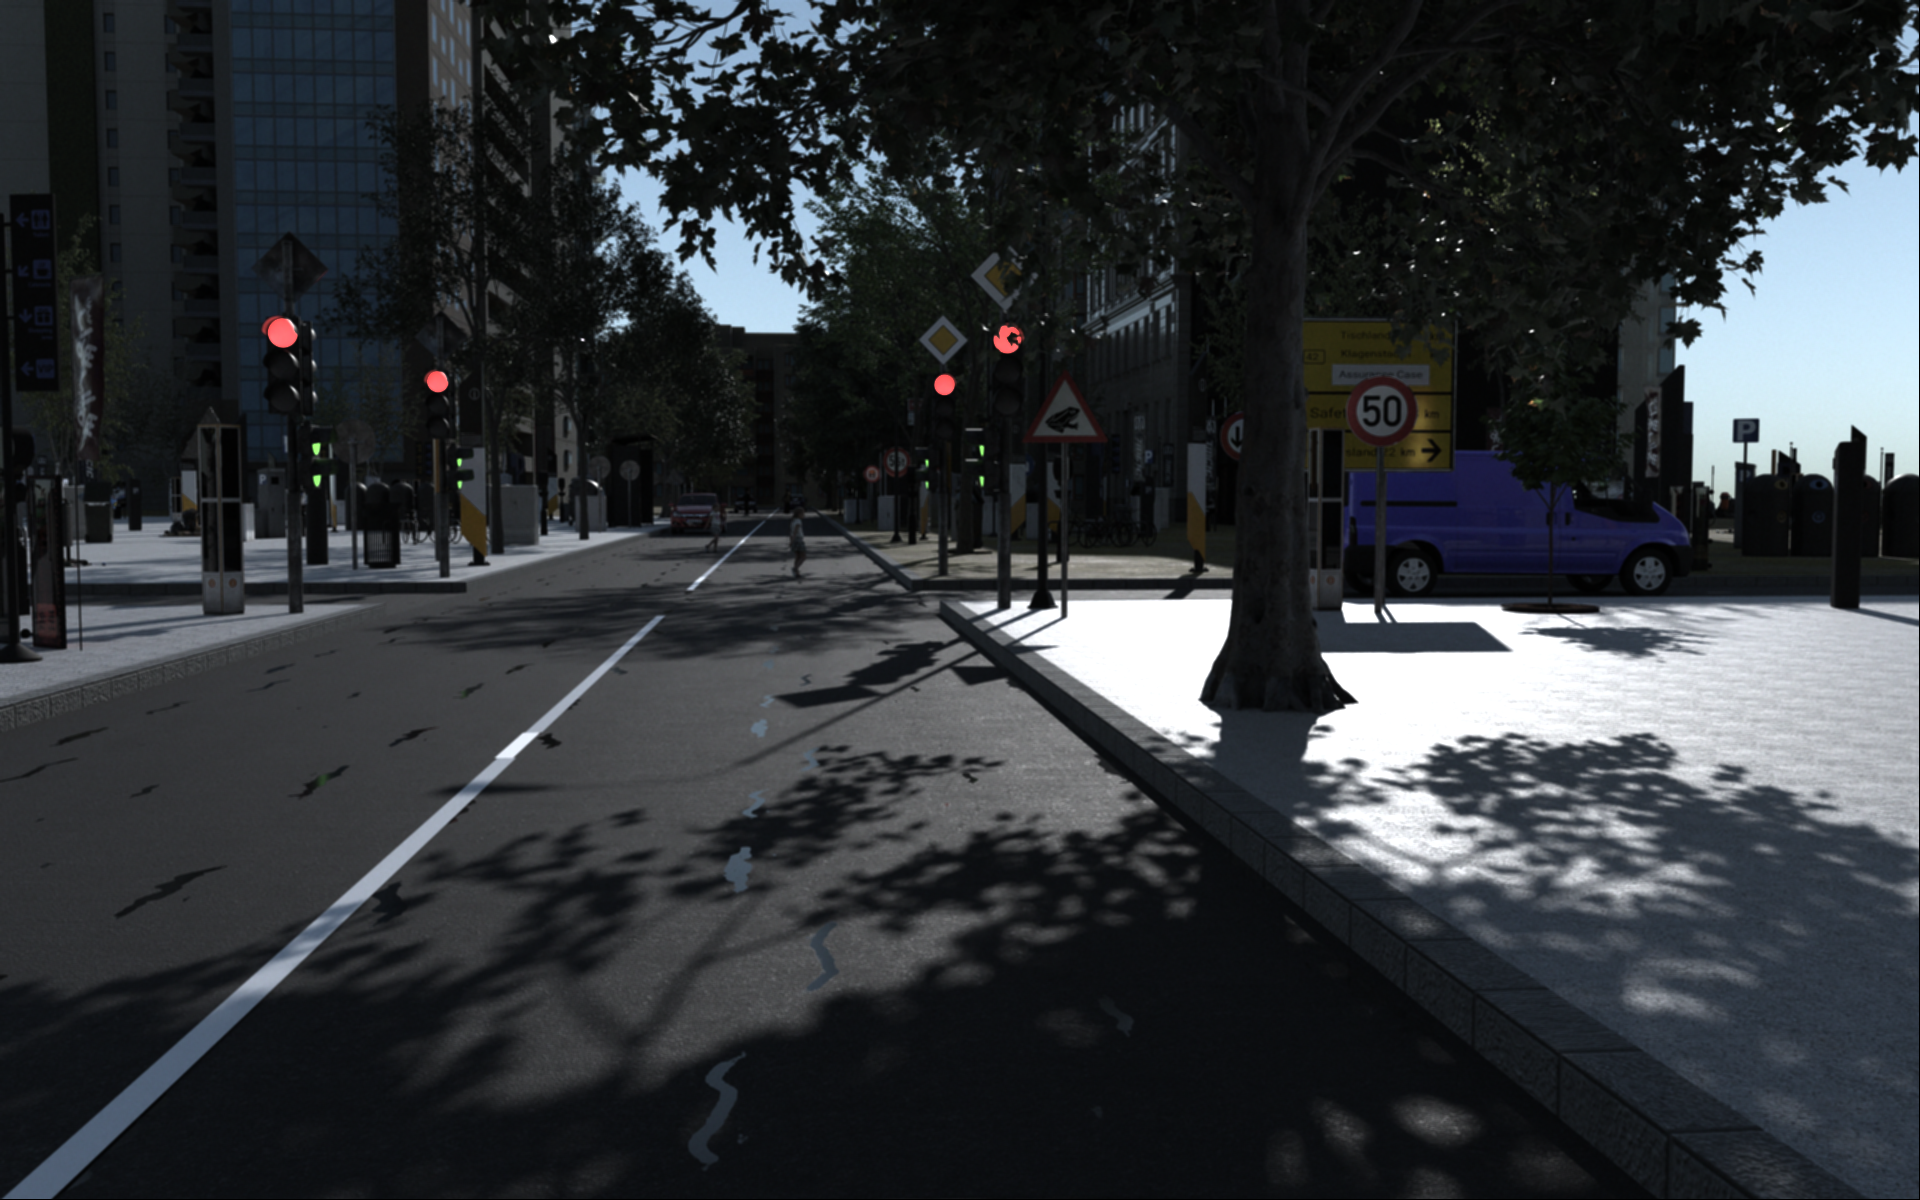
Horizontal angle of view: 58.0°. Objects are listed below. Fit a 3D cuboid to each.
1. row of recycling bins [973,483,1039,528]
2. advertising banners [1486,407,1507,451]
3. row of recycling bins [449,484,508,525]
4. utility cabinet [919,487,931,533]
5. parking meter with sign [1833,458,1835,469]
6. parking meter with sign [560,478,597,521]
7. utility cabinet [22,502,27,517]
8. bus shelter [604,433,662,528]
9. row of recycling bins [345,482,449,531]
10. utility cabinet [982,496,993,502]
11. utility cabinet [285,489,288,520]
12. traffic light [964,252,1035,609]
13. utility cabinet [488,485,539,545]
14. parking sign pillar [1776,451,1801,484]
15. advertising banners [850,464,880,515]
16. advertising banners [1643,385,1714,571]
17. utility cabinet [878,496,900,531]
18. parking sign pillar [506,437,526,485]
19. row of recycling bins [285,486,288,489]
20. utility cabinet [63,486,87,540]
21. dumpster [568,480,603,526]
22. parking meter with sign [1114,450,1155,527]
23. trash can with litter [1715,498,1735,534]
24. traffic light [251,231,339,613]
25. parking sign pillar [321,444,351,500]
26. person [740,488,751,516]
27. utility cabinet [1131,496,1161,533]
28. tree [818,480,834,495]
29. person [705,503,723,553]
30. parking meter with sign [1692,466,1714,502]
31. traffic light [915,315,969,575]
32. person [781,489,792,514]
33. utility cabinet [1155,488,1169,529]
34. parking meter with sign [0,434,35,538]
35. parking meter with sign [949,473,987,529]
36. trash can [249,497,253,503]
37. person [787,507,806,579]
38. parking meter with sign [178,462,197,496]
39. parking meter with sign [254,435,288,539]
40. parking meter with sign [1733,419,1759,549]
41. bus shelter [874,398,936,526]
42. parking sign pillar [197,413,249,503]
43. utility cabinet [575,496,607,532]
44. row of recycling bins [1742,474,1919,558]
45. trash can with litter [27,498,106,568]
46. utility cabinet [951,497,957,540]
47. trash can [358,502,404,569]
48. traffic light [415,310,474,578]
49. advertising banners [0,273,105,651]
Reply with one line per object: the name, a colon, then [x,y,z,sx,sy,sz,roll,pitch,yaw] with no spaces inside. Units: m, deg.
row of recycling bins: [1.779,-3.610,66.136,3.534,1.692,1.069,0,4,-8]
advertising banners: [10.071,-2.351,34.634,2.074,3.025,0.090,-1,4,-17]
row of recycling bins: [-19.916,-3.941,71.549,3.534,1.692,1.069,1,4,21]
utility cabinet: [-1.137,-2.949,56.894,0.318,1.500,1.173,0,4,3]
parking meter with sign: [42.798,-5.307,83.025,0.543,3.016,1.738,-2,4,-33]
parking meter with sign: [-17.901,-5.208,81.405,1.738,3.016,0.543,-2,4,-30]
utility cabinet: [-50.933,-5.233,94.233,0.318,1.500,1.173,1,4,16]
bus shelter: [-13.040,-4.777,69.393,1.731,3.624,6.357,0,4,-6]
row of recycling bins: [-20.007,-3.296,61.010,3.534,1.692,1.069,1,4,9]
utility cabinet: [0.568,-2.837,57.540,1.020,1.237,0.306,1,4,16]
utility cabinet: [-32.398,-4.570,83.398,1.173,1.500,0.318,1,4,9]
traffic light: [0.477,-1.859,19.322,0.839,4.253,0.868,0,4,-5]
utility cabinet: [-11.139,-2.112,43.213,1.173,1.500,0.318,0,4,6]
parking sign pillar: [51.074,-7.239,106.825,1.447,3.967,1.447,-3,5,-44]
advertising banners: [-5.311,-6.182,97.265,2.074,3.025,0.090,-2,4,-25]
advertising banners: [11.770,-1.972,28.422,2.074,3.025,0.090,-3,4,-36]
utility cabinet: [-2.518,-3.054,61.087,0.306,1.237,1.020,-3,4,-36]
parking sign pillar: [-21.166,-5.757,82.603,1.447,3.967,1.447,1,4,9]
row of recycling bins: [-33.480,-5.042,89.555,3.534,1.692,1.069,-2,4,-30]
utility cabinet: [-24.580,-2.388,47.720,1.173,1.500,0.318,-2,4,-34]
dumpster: [-15.254,-3.956,70.439,1.264,1.857,1.865,0,4,-6]
parking meter with sign: [6.804,-4.370,67.705,1.738,3.016,0.543,-3,5,-39]
trash can with litter: [25.333,-2.796,56.774,1.678,1.210,2.233,3,4,36]
traffic light: [-7.148,-1.814,18.579,0.839,4.253,0.868,0,4,-5]
parking sign pillar: [-29.770,-5.773,82.861,1.447,3.967,1.447,0,4,2]
person: [-14.289,-6.579,115.698,0.705,1.869,1.348,-3,4,-36]
utility cabinet: [6.112,-2.801,56.959,1.020,1.237,0.306,-2,4,-31]
tree: [-12.978,-10.758,170.499,1.663,3.219,1.824,0,3,0]
person: [-6.001,-1.763,42.342,0.382,1.210,0.505,2,4,23]
parking meter with sign: [45.346,-6.739,106.447,1.738,3.016,0.543,1,4,23]
traffic light: [-0.284,-2.346,27.271,0.839,4.253,0.868,0,4,-5]
person: [-12.432,-7.090,124.515,0.705,1.812,1.348,2,4,28]
utility cabinet: [7.207,-3.357,63.571,0.318,1.500,1.173,-2,4,-27]
parking meter with sign: [-27.889,-3.335,50.795,1.738,3.016,0.543,2,4,28]
parking meter with sign: [0.148,-4.172,64.479,1.738,3.016,0.543,0,4,-1]
trash can: [-33.115,-4.189,80.145,0.748,1.137,0.748,0,3,0]
person: [-2.826,-0.977,29.490,0.382,1.210,0.505,-2,4,-29]
parking meter with sign: [-42.286,-6.093,95.879,1.738,3.016,0.543,-1,4,-19]
parking meter with sign: [-20.051,-3.310,50.380,0.543,3.016,1.738,1,4,23]
parking meter with sign: [18.577,-2.730,40.897,0.543,3.016,1.738,2,4,27]
bus shelter: [-2.317,-5.648,69.984,2.179,5.291,8.768,0,4,-5]
parking sign pillar: [-24.027,-4.189,56.968,1.447,3.967,1.447,1,4,16]
utility cabinet: [-13.325,-3.145,62.575,1.020,1.237,0.306,1,4,11]
row of recycling bins: [17.991,-1.744,35.628,3.534,1.692,1.069,1,4,9]
trash can with litter: [-16.064,-1.198,30.644,1.678,1.210,2.233,-1,4,-14]
utility cabinet: [-0.042,-2.273,48.317,0.306,1.237,1.020,1,4,9]
trash can: [-10.017,-1.122,30.005,0.748,1.137,0.748,0,3,0]
traffic light: [-7.909,-2.300,26.528,0.839,4.253,0.868,0,4,-5]
advertising banners: [-7.620,-1.113,14.383,2.074,3.025,0.090,2,4,35]
